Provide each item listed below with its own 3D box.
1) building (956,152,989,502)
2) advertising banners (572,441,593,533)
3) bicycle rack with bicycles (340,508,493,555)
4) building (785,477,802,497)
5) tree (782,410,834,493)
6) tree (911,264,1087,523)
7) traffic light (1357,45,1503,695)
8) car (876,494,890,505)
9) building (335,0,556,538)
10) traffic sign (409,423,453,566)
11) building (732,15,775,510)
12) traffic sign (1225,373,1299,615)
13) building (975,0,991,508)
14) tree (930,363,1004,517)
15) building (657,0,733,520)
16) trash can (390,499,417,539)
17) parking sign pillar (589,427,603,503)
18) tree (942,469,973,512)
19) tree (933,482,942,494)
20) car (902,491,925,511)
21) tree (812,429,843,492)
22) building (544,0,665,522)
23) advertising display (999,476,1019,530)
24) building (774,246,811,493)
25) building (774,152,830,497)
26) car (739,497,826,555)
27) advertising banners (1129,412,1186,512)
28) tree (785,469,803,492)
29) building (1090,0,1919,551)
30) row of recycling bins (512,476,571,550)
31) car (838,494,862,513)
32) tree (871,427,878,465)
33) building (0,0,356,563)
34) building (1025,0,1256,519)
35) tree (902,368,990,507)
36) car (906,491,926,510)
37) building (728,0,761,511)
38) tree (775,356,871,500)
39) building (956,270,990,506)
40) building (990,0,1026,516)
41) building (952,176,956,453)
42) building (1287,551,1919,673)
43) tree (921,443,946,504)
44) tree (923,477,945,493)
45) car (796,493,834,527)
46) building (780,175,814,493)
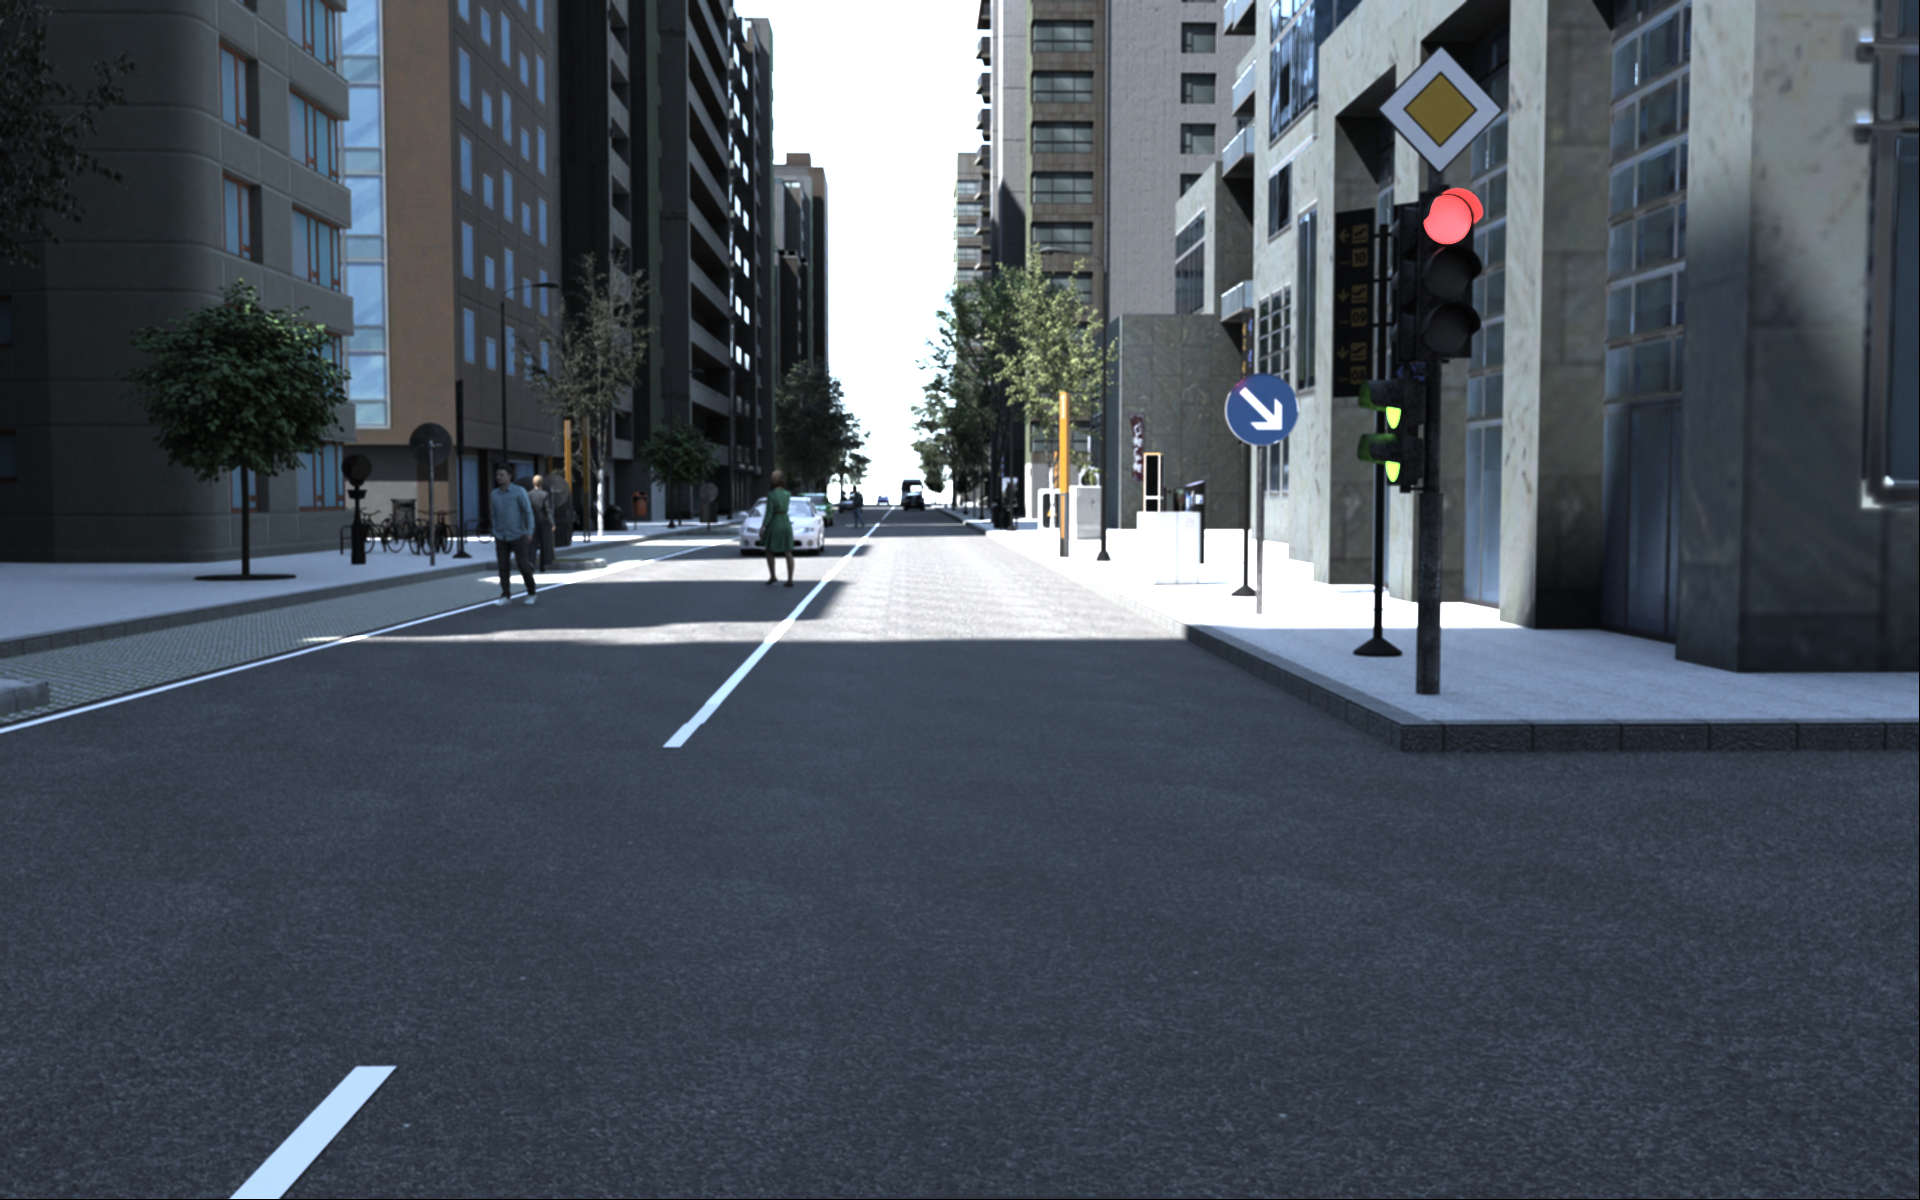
[{"bbox_3d":[6.450,-32.180,209.735,14.154,41.232,14.086,0,4,-2],"label":"building"},{"bbox_3d":[-12.875,-3.687,56.462,2.074,3.025,0.090,1,4,15],"label":"advertising banners"},{"bbox_3d":[-11.895,-1.473,37.472,2.852,0.926,2.925,1,4,12],"label":"bicycle rack with bicycles"},{"bbox_3d":[-33.149,-30.032,182.910,32.217,40.220,23.993,0,4,-2],"label":"building"},{"bbox_3d":[-13.359,-12.333,152.011,4.360,8.622,3.978,0,3,0],"label":"tree"},{"bbox_3d":[1.760,-9.267,77.266,9.928,11.665,9.643,0,3,0],"label":"tree"},{"bbox_3d":[2.991,-1.352,11.028,0.839,4.253,0.868,0,4,-2],"label":"traffic light"},{"bbox_3d":[-10.260,-13.578,231.592,1.945,1.707,3.694,0,4,-1],"label":"car"},{"bbox_3d":[-21.620,-24.795,55.509,14.600,45.320,14.200,0,4,-2],"label":"building"},{"bbox_3d":[-9.460,-1.889,30.989,0.768,2.556,0.104,0,4,-2],"label":"traffic sign"},{"bbox_3d":[-22.906,-28.158,143.985,14.154,41.232,14.086,0,4,-2],"label":"building"},{"bbox_3d":[3.182,-1.115,18.339,0.768,2.556,0.104,0,4,4],"label":"traffic sign"},{"bbox_3d":[12.521,-30.006,145.229,22.147,44.769,28.867,0,4,-2],"label":"building"},{"bbox_3d":[0.587,-8.918,96.171,4.360,8.622,3.978,0,3,0],"label":"tree"},{"bbox_3d":[-24.467,-28.855,95.481,21.300,48.544,21.600,0,4,-2],"label":"building"},{"bbox_3d":[-15.772,-2.292,49.126,0.748,1.137,0.748,0,3,0],"label":"trash can"},{"bbox_3d":[-14.859,-5.007,70.330,1.447,3.967,1.447,-2,4,-24],"label":"parking sign pillar"},{"bbox_3d":[0.106,-7.927,124.204,1.663,3.219,1.824,0,3,0],"label":"tree"},{"bbox_3d":[-2.489,-12.777,203.503,1.663,3.219,1.824,0,3,0],"label":"tree"},{"bbox_3d":[-4.021,-8.552,149.606,2.009,1.686,4.222,0,4,-2],"label":"car"},{"bbox_3d":[-14.802,-14.417,186.073,4.737,8.622,4.395,0,3,0],"label":"tree"},{"bbox_3d":[-21.442,-18.739,78.091,14.160,30.474,14.107,0,4,-2],"label":"building"},{"bbox_3d":[1.763,-3.507,62.549,0.123,1.923,0.974,3,5,42],"label":"advertising display"},{"bbox_3d":[-24.904,-26.348,202.489,14.160,30.474,14.107,0,4,-2],"label":"building"},{"bbox_3d":[-24.594,-35.506,230.639,14.600,45.320,14.200,0,4,-2],"label":"building"},{"bbox_3d":[-4.272,-1.814,42.018,2.083,1.381,4.827,0,4,-2],"label":"car"},{"bbox_3d":[4.359,-2.548,37.853,2.074,3.025,0.090,-3,5,-44],"label":"advertising banners"},{"bbox_3d":[-13.266,-8.545,134.315,1.663,3.219,1.824,0,3,0],"label":"tree"},{"bbox_3d":[17.083,-45.402,54.987,22.319,86.520,31.000,0,4,-2],"label":"building"},{"bbox_3d":[-10.021,-2.112,41.637,1.069,1.692,3.534,0,4,-2],"label":"row of recycling bins"},{"bbox_3d":[-8.466,-7.456,133.904,2.014,1.417,4.499,0,4,-2],"label":"car"},{"bbox_3d":[-16.674,-20.719,245.406,9.857,13.997,8.962,0,3,0],"label":"tree"},{"bbox_3d":[-27.660,-11.047,25.653,27.650,21.520,28.899,0,4,-2],"label":"building"},{"bbox_3d":[10.461,-19.777,95.049,14.160,30.474,14.107,0,4,-2],"label":"building"},{"bbox_3d":[-0.660,-16.208,171.648,9.857,13.997,8.962,0,3,0],"label":"tree"},{"bbox_3d":[-3.963,-8.843,154.171,1.945,1.707,3.694,0,4,-2],"label":"car"},{"bbox_3d":[-26.752,-30.690,121.386,23.786,49.044,30.456,0,4,-2],"label":"building"},{"bbox_3d":[-14.619,-15.540,160.740,9.857,13.997,8.962,0,3,0],"label":"tree"},{"bbox_3d":[15.744,-30.499,190.546,32.217,40.220,23.993,0,4,-2],"label":"building"},{"bbox_3d":[12.528,-35.070,115.388,21.231,58.520,28.212,0,4,-2],"label":"building"},{"bbox_3d":[10.089,-35.268,231.257,22.147,44.769,28.867,0,4,-2],"label":"building"},{"bbox_3d":[20.715,-43.347,21.397,31.000,86.520,22.319,0,4,-2],"label":"building"},{"bbox_3d":[-3.342,-16.970,227.822,4.737,8.622,4.395,0,3,0],"label":"tree"},{"bbox_3d":[-3.595,-15.549,237.936,4.285,4.588,4.351,0,3,0],"label":"tree"},{"bbox_3d":[-6.609,-4.168,76.939,1.959,1.807,4.718,0,4,0],"label":"car"},{"bbox_3d":[-25.703,-32.576,216.212,14.154,41.232,14.086,0,4,-2],"label":"building"}]
